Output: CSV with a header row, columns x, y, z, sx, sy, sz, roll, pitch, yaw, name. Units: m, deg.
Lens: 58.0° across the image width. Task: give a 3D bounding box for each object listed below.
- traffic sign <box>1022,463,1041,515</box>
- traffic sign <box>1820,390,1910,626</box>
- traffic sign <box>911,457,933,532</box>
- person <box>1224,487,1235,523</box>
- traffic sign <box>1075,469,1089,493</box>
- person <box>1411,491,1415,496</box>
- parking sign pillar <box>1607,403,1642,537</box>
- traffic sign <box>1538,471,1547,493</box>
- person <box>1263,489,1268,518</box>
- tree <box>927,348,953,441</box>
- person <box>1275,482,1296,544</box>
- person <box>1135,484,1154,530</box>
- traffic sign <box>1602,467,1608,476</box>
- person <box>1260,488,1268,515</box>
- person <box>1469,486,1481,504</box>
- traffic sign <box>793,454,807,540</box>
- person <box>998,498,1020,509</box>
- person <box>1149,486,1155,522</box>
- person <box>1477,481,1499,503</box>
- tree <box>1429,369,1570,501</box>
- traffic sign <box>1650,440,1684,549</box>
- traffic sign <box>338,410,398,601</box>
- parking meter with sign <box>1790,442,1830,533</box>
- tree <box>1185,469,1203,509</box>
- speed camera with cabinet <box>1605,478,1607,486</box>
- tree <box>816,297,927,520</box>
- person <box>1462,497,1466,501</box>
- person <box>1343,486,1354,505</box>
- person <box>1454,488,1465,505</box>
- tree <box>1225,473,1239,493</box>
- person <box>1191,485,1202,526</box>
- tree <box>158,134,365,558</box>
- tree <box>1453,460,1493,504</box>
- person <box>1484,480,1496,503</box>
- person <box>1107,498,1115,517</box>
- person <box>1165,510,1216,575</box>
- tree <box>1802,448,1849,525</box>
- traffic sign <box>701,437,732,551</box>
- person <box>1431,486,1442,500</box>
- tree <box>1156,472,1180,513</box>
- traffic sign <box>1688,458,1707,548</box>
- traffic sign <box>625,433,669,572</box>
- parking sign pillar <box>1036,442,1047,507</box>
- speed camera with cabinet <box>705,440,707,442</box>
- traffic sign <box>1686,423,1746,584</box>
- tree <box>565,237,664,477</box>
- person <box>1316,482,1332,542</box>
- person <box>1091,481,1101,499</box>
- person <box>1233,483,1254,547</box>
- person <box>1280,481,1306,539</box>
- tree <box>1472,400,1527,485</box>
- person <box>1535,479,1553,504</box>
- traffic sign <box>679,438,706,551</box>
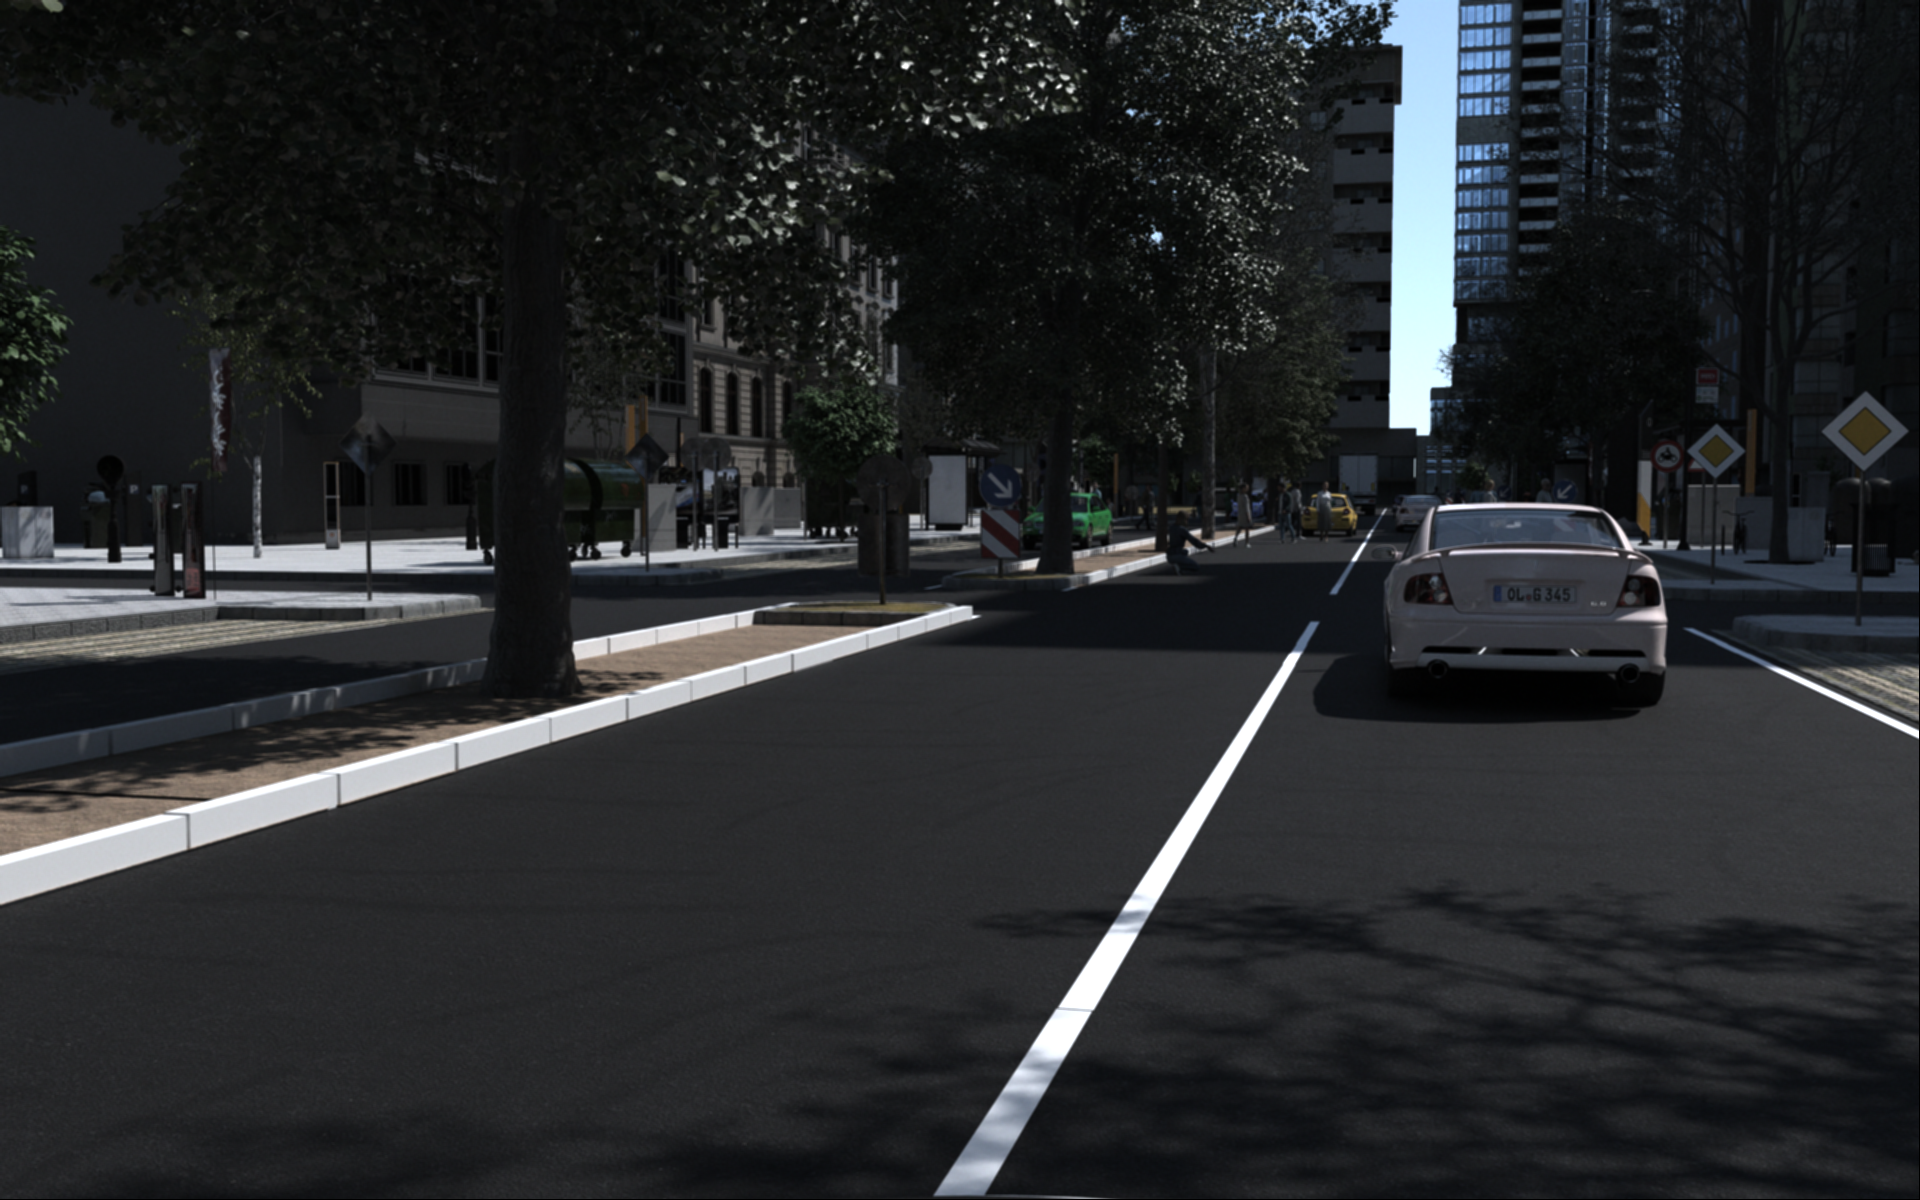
x,y,z,sx,sy,sz,roll,pitch,yaw,name
2.894,-4.300,70.417,0.768,2.556,0.104,1,4,19,traffic sign
8.744,-0.805,16.802,0.795,2.450,0.064,1,4,14,traffic sign
-1.309,-3.606,59.066,0.768,2.556,0.104,1,4,16,traffic sign
13.184,-4.678,85.237,0.529,1.795,0.600,-3,4,-36,person
6.100,-5.299,86.746,0.768,2.556,0.104,1,4,20,traffic sign
40.774,-8.997,156.310,1.217,1.735,0.721,-3,5,-40,person
20.025,-3.890,52.076,1.447,3.967,1.447,-1,4,-12,parking sign pillar
32.041,-5.854,95.820,0.768,2.556,0.104,1,4,22,traffic sign
18.440,-5.831,104.779,0.436,1.711,0.756,2,4,32,person
-1.898,-8.178,84.078,4.360,8.622,3.978,0,3,0,tree
9.407,-2.532,50.250,0.721,1.781,0.623,-3,5,-41,person
7.400,-3.719,69.209,0.836,1.842,0.656,-1,4,-15,person
21.886,-3.469,57.910,0.795,2.450,0.064,1,4,23,traffic sign
20.599,-6.613,116.614,1.348,1.826,0.705,1,4,12,person
23.683,-4.335,79.392,0.660,1.820,0.620,-1,4,-15,person
-4.277,-2.921,47.857,0.768,2.556,0.104,2,4,23,traffic sign
1.162,-1.977,41.659,0.563,1.720,0.643,-1,4,-15,person
8.875,-4.454,81.527,0.583,1.804,0.606,1,4,11,person
14.411,-2.353,47.308,0.601,1.785,0.444,2,4,24,person
33.161,-10.371,103.986,7.601,10.594,8.767,2,4,33,tree
16.554,-2.475,40.577,0.768,2.556,0.104,1,4,22,traffic sign
-7.105,-1.049,20.790,0.795,2.450,0.064,1,4,14,traffic sign
28.690,-3.769,57.878,1.738,3.016,0.543,2,4,29,parking meter with sign
17.214,-8.150,127.846,1.663,3.219,1.824,0,3,0,tree
36.599,-6.172,95.252,2.038,3.252,0.660,2,4,27,speed camera with cabinet
-3.758,-7.037,65.412,4.360,8.622,3.978,0,3,0,tree
50.289,-9.903,173.672,1.065,1.426,0.557,-2,4,-31,person
19.946,-4.948,89.268,0.638,1.841,0.748,3,5,43,person
28.712,-5.529,99.354,0.683,1.767,0.568,-1,4,-21,person
25.345,-10.136,160.328,1.663,3.219,1.824,0,3,0,tree
10.801,-4.266,78.227,0.794,1.824,0.713,0,4,-6,person
-14.064,-5.158,34.696,4.737,8.622,4.395,0,3,0,tree
46.546,-10.588,156.823,4.285,4.588,4.351,0,3,0,tree
13.077,-2.083,42.915,0.624,1.780,0.694,1,4,16,person
6.678,-3.890,76.787,0.352,1.250,0.332,0,4,1,person
3.956,-1.032,30.870,0.738,1.151,1.012,-2,4,-30,person
36.408,-4.810,73.250,1.663,3.219,1.824,0,3,0,tree
-5.459,-2.362,38.726,0.768,2.556,0.104,1,4,22,traffic sign
23.790,-4.782,86.677,0.713,1.824,0.794,-2,4,-25,person
14.263,-7.613,119.066,1.663,3.219,1.824,0,3,0,tree
17.620,-2.510,41.050,0.884,2.594,0.081,1,4,22,traffic sign
-5.159,-1.522,28.535,0.795,2.450,0.064,1,4,14,traffic sign
4.199,-5.826,83.726,1.447,3.967,1.447,-3,5,-45,parking sign pillar
-8.764,-4.231,63.516,2.038,3.252,0.660,-3,4,-36,speed camera with cabinet
10.689,-1.279,24.548,0.795,2.450,0.064,1,4,14,traffic sign
-9.605,-5.862,46.214,4.360,8.622,3.978,0,3,0,tree
10.859,-2.628,51.690,0.478,1.798,0.641,1,4,9,person
4.294,-2.812,54.338,0.748,1.841,0.638,0,4,-8,person
7.579,-2.268,46.338,0.466,1.731,0.760,2,4,33,person
10.589,-2.853,55.000,0.795,1.843,0.661,-1,4,-10,person
36.579,-10.160,116.477,4.360,8.622,3.978,0,3,0,tree
12.696,-1.762,37.802,0.515,1.767,0.782,3,4,39,person
-5.986,-2.383,39.073,0.768,2.556,0.104,1,4,16,traffic sign
